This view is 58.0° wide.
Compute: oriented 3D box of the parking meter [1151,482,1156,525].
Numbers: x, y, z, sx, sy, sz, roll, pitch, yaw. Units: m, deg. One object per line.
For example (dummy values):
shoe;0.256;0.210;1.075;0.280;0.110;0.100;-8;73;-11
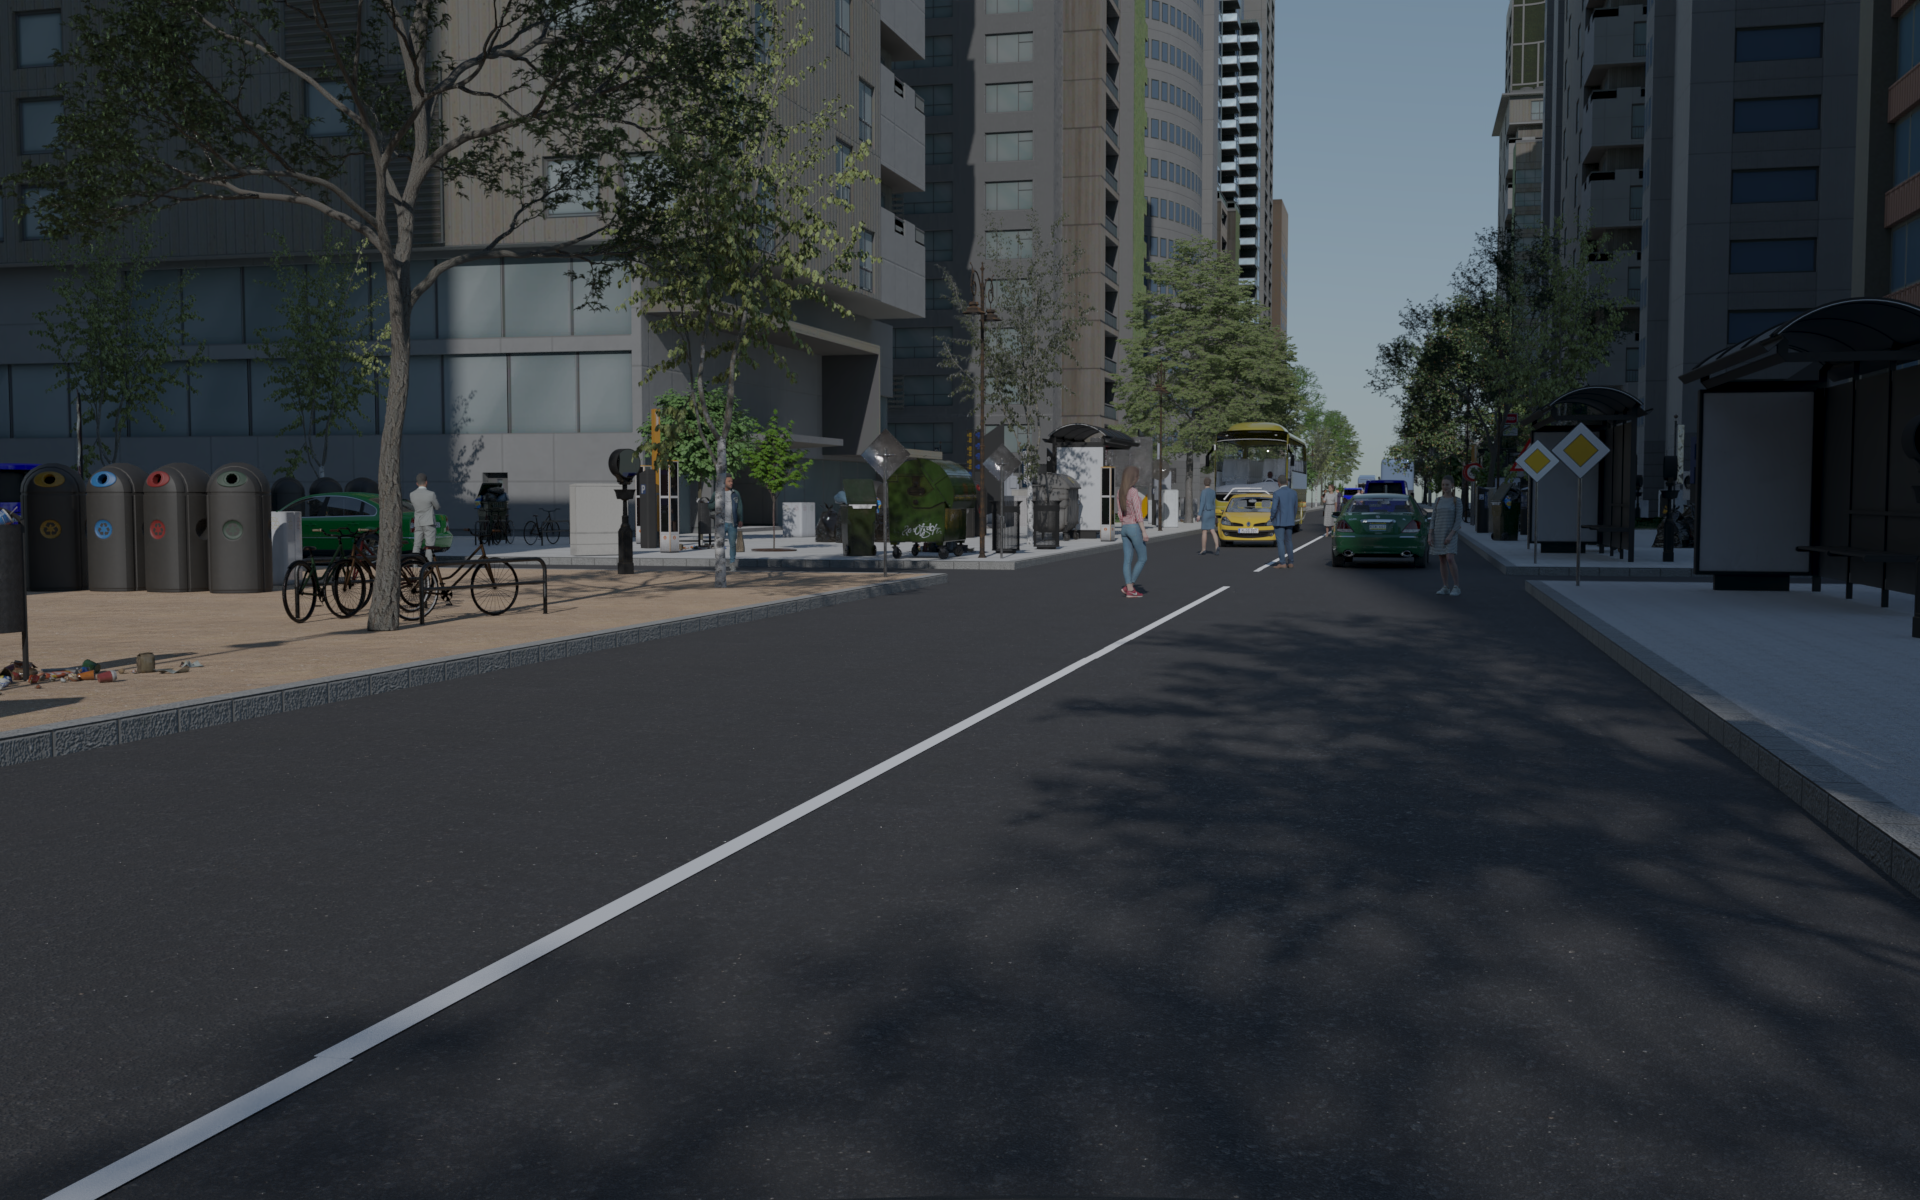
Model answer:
parking meter;8.078;-4.006;71.204;0.255;1.863;0.399;-2;4;-32

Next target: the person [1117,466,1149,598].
person;2.407;-0.947;23.991;0.388;1.821;0.555;-3;5;-39

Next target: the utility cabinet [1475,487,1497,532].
utility cabinet;17.665;-3.014;57.956;0.318;1.500;1.173;-1;4;-12

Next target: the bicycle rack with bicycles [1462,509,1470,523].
bicycle rack with bicycles;23.433;-3.807;75.630;2.925;0.926;2.852;1;4;11

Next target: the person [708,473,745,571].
person;-4.255;-1.437;31.981;0.794;1.824;0.713;0;4;1

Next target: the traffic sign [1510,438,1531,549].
traffic sign;13.207;-2.456;40.166;0.884;2.594;0.081;1;4;21

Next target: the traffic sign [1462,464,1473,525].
traffic sign;21.061;-4.353;71.281;0.768;2.556;0.104;1;4;16

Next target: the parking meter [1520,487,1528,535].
parking meter;17.794;-2.811;54.376;0.372;1.533;0.369;0;3;0

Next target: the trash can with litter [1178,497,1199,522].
trash can with litter;10.517;-4.194;79.626;1.678;1.210;2.233;0;4;6

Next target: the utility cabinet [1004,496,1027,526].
utility cabinet;2.170;-3.553;69.256;1.020;1.237;0.306;-1;4;-13

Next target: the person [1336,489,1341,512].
person;23.639;-6.107;108.792;0.568;1.767;0.683;1;4;15

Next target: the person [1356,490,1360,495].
person;27.348;-6.680;118.656;0.436;1.711;0.756;-2;4;-33

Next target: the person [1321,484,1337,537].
person;12.336;-2.985;57.875;0.480;1.755;0.524;2;4;26

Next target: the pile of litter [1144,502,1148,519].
pile of litter;9.762;-4.674;90.387;1.719;0.858;1.176;1;4;12

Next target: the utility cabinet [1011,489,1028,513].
utility cabinet;2.990;-4.467;81.722;1.173;1.500;0.318;-2;4;-35

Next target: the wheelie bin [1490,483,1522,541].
wheelie bin;15.025;-2.431;47.649;0.693;1.594;0.980;-1;4;-10

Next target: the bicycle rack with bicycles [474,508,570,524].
bicycle rack with bicycles;-11.236;-1.862;43.822;2.852;0.926;2.925;1;4;11

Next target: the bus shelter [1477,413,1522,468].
bus shelter;25.850;-6.466;83.345;2.179;5.291;8.768;1;4;14

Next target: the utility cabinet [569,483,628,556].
utility cabinet;-7.503;-1.670;35.988;1.173;1.500;0.318;-3;4;-37

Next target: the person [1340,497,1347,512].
person;15.940;-3.620;71.937;0.306;1.304;0.590;0;4;-2

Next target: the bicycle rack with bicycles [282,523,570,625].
bicycle rack with bicycles;-5.828;-0.289;18.101;2.852;0.926;2.925;2;4;30

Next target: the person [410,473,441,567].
person;-9.497;-1.353;30.803;0.511;1.800;0.466;0;4;0

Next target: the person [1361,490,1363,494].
person;35.569;-8.826;153.361;0.990;1.755;0.434;-1;4;-15

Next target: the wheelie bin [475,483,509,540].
wheelie bin;-12.985;-2.465;48.215;0.693;1.594;0.980;3;5;43

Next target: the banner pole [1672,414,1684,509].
banner pole;22.659;-3.955;54.674;0.863;3.779;0.401;-3;5;-44

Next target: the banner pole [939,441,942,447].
banner pole;-1.022;-5.590;81.418;0.401;3.779;0.863;2;4;26

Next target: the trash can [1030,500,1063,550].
trash can;2.005;-1.743;40.144;0.748;1.137;0.748;0;3;0

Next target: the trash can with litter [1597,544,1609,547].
trash can with litter;15.793;-1.888;42.250;0.624;1.170;1.055;2;4;35

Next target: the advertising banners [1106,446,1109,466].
advertising banners;4.612;-3.908;60.079;0.090;3.025;2.074;3;4;37

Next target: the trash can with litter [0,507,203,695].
trash can with litter;-6.227;-0.050;11.870;1.678;1.210;2.233;3;5;41

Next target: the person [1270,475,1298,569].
person;6.242;-1.506;33.312;0.721;1.800;0.419;-2;4;-34

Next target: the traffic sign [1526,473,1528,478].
traffic sign;22.803;-4.192;68.649;0.768;2.556;0.104;1;4;23

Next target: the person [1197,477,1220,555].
person;5.828;-1.962;40.606;0.581;1.822;0.654;-2;4;-23

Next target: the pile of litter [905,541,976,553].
pile of litter;-0.404;-1.485;38.248;1.176;0.858;1.719;-3;4;-38

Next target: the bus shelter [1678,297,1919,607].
bus shelter;9.957;-1.624;20.478;2.014;3.302;5.546;1;4;14

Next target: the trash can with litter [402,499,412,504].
trash can with litter;-12.842;-1.735;39.749;0.624;1.170;1.055;0;4;-3

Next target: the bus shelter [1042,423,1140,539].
bus shelter;4.007;-3.555;52.041;2.014;3.302;5.546;1;4;14

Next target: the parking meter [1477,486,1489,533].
parking meter;17.240;-2.977;57.084;0.372;1.533;0.369;0;3;0

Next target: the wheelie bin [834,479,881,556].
wheelie bin;-2.144;-1.714;35.940;0.980;1.594;0.693;-1;4;-19

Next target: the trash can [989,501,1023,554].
trash can;0.992;-1.577;37.435;0.748;1.137;0.748;0;3;0

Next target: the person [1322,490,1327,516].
person;23.496;-6.226;111.116;0.721;1.723;1.217;3;4;36

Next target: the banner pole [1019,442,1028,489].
banner pole;3.031;-5.704;83.274;0.863;3.779;0.401;-3;5;-42

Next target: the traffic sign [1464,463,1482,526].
traffic sign;20.823;-4.286;70.182;0.768;2.556;0.104;1;4;19

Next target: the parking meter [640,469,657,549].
parking meter;-7.365;-2.151;40.874;0.255;1.863;0.399;-3;5;-39

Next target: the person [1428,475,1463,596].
person;6.942;-0.928;24.680;0.512;1.701;0.522;3;5;41

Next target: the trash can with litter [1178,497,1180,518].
trash can with litter;11.246;-4.913;91.718;0.624;1.170;1.055;-1;4;-12

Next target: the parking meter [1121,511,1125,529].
parking meter;6.039;-3.322;62.729;0.372;1.533;0.369;0;3;0

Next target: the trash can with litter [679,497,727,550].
trash can with litter;-6.243;-1.793;40.368;1.678;1.210;2.233;1;4;21

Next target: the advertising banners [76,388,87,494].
advertising banners;-14.996;-2.042;29.568;0.090;3.025;2.074;-2;4;-25

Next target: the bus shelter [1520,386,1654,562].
bus shelter;12.541;-2.515;35.049;2.014;3.302;5.546;1;4;14
